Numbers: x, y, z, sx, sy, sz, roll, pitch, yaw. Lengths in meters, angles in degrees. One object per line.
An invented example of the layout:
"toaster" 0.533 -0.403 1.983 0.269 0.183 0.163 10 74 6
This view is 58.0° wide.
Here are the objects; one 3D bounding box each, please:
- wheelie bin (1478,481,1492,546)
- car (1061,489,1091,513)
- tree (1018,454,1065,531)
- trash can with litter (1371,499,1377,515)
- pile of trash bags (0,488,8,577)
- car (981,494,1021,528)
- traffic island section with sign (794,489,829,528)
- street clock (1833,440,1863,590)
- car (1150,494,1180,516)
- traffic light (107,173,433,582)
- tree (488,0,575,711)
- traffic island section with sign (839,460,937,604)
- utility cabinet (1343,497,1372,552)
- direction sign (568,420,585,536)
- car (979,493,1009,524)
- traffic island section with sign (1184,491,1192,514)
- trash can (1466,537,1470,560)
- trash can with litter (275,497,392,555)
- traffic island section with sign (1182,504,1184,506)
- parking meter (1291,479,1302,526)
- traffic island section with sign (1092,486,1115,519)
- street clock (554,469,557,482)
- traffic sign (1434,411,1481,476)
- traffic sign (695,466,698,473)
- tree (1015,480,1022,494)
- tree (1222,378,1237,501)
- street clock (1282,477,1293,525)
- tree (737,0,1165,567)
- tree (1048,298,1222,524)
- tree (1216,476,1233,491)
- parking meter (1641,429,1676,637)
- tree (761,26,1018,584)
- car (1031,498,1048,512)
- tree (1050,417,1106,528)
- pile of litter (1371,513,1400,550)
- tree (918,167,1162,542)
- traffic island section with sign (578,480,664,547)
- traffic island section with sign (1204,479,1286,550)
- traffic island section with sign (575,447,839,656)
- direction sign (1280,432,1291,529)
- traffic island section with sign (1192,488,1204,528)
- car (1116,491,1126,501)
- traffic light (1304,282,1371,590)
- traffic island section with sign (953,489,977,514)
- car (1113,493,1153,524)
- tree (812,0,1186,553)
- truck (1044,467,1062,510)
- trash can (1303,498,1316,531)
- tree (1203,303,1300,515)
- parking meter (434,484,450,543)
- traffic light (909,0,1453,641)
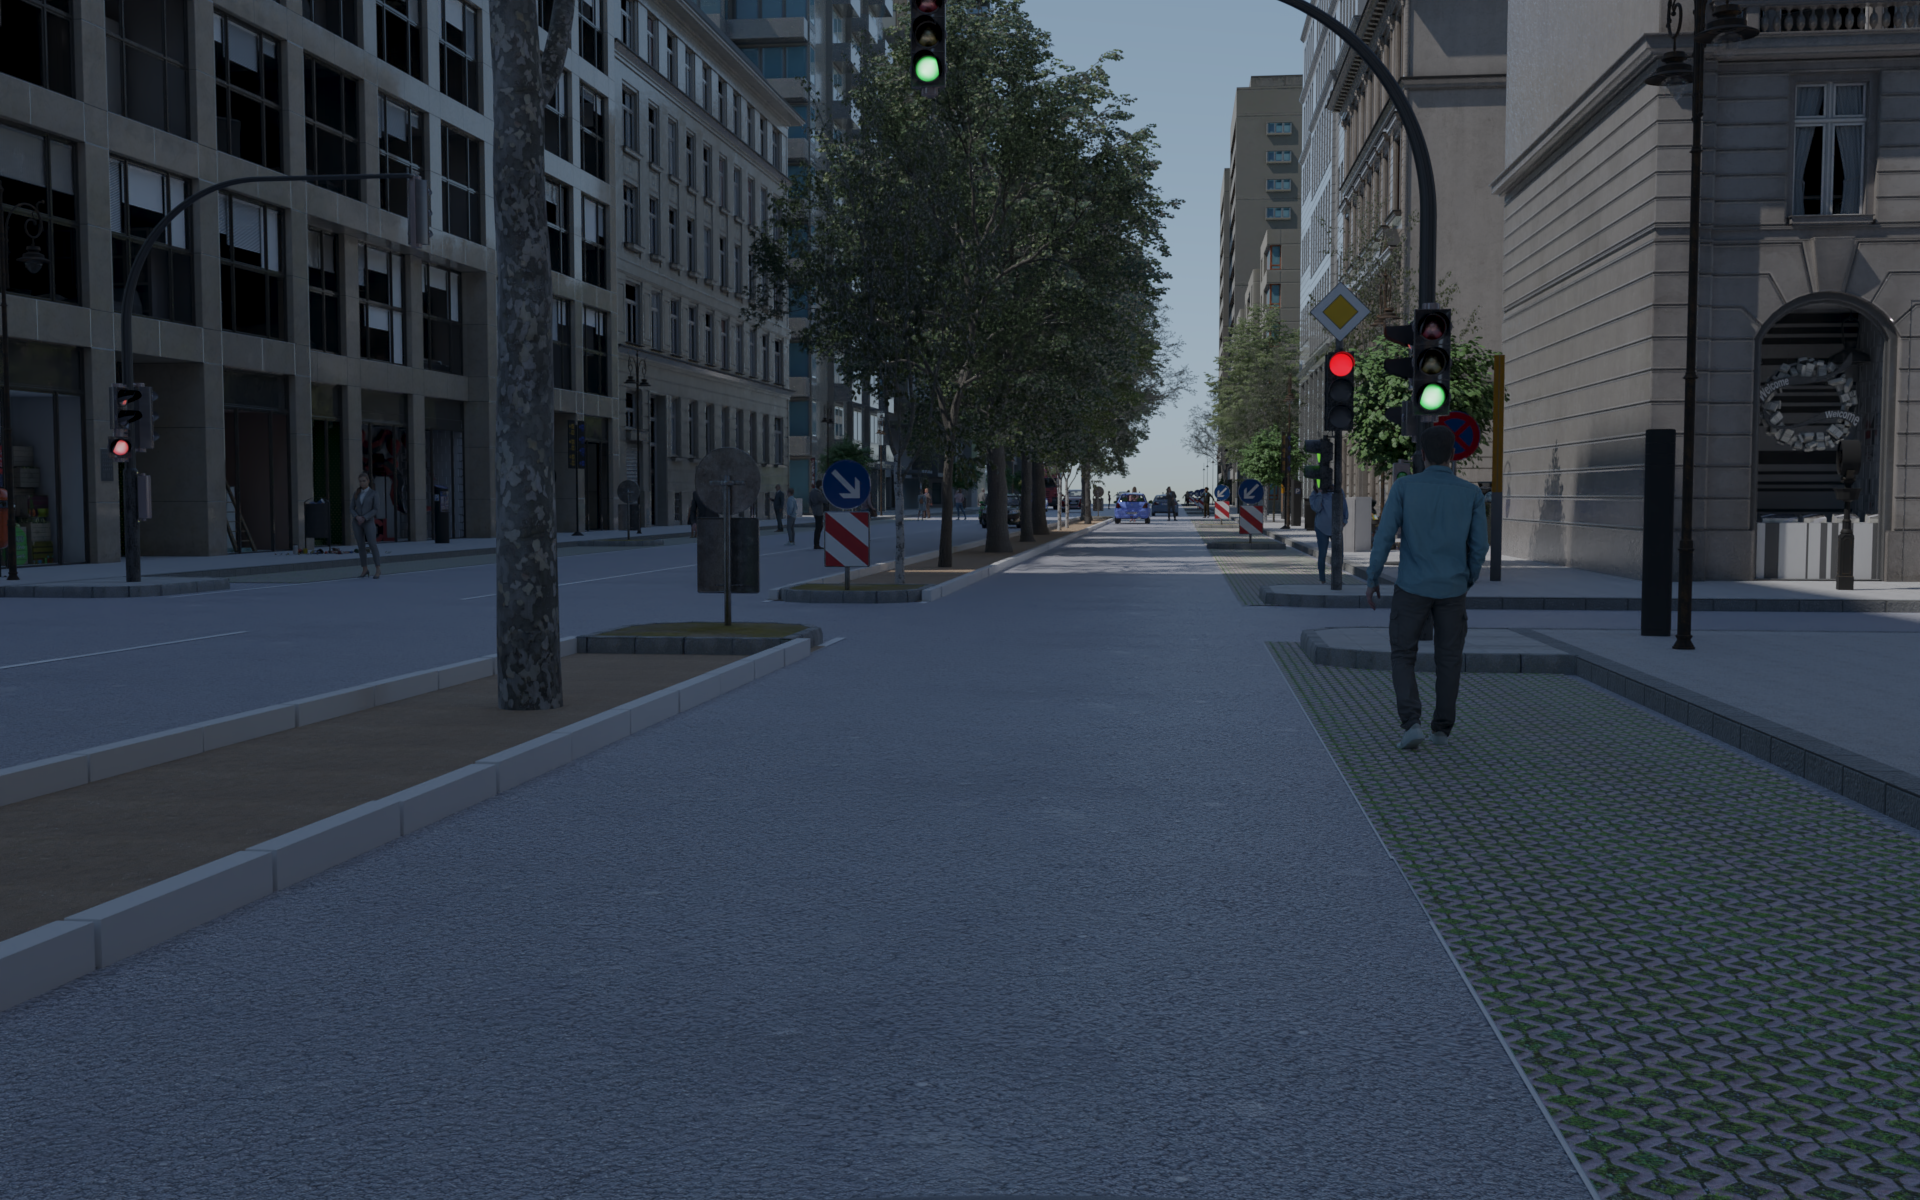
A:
"wheelie bin" 13.095 -2.142 42.925 0.693 1.594 0.980 -2 4 -30
"car" 9.110 -7.746 135.318 2.281 1.827 5.304 1 4 9
"tree" 3.875 -7.020 67.601 4.737 8.622 4.395 0 3 0
"trash can with litter" 10.235 -2.011 44.269 0.624 1.170 1.055 -1 4 -9
"pile of trash bags" -16.131 -1.002 26.137 3.447 1.369 1.912 -1 4 -14
"car" 1.963 -3.920 73.876 2.009 1.686 4.222 1 4 9
"traffic island section with sign" -5.987 -4.040 74.674 1.989 1.847 2.006 0 4 7
"street clock" 11.847 -1.135 23.131 0.358 2.002 0.471 1 4 17
"car" 13.456 -6.227 113.822 2.014 1.417 4.499 0 4 6
"traffic light" -9.974 -3.076 24.954 4.771 5.953 1.251 0 4 7
"tree" -1.776 -9.274 9.983 12.611 20.169 13.585 0 3 0
"traffic island section with sign" -1.424 -0.949 23.650 2.006 1.907 1.989 0 4 7
"utility cabinet" 8.847 -1.678 38.591 0.306 1.237 1.020 2 4 33
"direction sign" -11.781 -3.747 53.262 0.379 3.537 0.876 1 4 21
"car" 1.976 -4.590 83.847 1.959 1.807 4.718 0 4 7
"traffic island section with sign" 17.049 -6.967 122.530 1.989 1.847 2.006 0 4 7
"trash can" 7.219 -0.828 25.199 0.748 1.137 0.748 0 3 0
"trash can with litter" -13.400 -1.595 37.137 2.233 1.210 1.678 0 4 -7
"traffic island section with sign" 20.369 -8.603 149.281 1.989 1.847 2.006 0 4 7
"parking meter" 13.447 -3.883 69.201 0.399 1.863 0.255 -1 4 -12
"traffic island section with sign" 7.809 -5.510 98.222 2.006 1.907 1.989 0 4 7
"street clock" -11.300 -2.631 47.589 0.471 2.002 0.358 3 5 43
"traffic sign" 7.606 -1.626 26.693 0.768 2.556 0.104 1 4 14
"traffic sign" -9.327 -3.717 62.901 0.606 2.300 0.079 1 4 15
"tree" 7.236 -12.474 198.552 1.663 3.219 1.824 0 3 0
"tree" 27.981 -16.632 182.304 12.009 13.543 11.850 0 3 0
"street clock" 13.624 -4.124 72.005 0.358 2.002 0.471 -2 4 -34
"tree" -0.356 -5.883 33.063 8.767 10.594 7.601 0 4 7
"tree" 6.043 -10.330 81.726 12.009 13.543 11.850 0 3 0
"tree" 24.846 -10.401 164.652 1.663 3.219 1.824 0 3 0
"parking meter" 6.347 -0.614 15.745 0.255 1.863 0.399 1 4 21
"tree" -0.970 -4.542 27.083 4.360 8.622 3.978 0 3 0
"car" 6.045 -7.882 138.464 1.945 1.707 3.694 1 4 9
"tree" 4.485 -7.302 72.201 4.360 8.622 3.978 0 3 0
"pile of litter" 9.725 -1.603 40.170 1.176 0.858 1.719 -2 4 -24
"tree" 2.049 -7.976 50.995 7.486 12.596 7.792 0 3 0
"traffic island section with sign" -9.300 -2.403 47.923 1.989 1.847 2.006 0 4 7
"traffic island section with sign" 7.493 -2.251 45.438 1.989 1.847 2.006 0 4 7
"traffic island section with sign" -2.345 -0.499 16.301 2.006 1.907 1.989 0 4 7
"direction sign" 11.935 -4.371 63.465 0.379 3.537 0.876 2 4 32
"traffic island section with sign" 10.866 -3.919 72.710 1.989 1.847 2.006 0 4 7
"car" 22.212 -13.808 234.439 2.281 1.827 5.304 0 4 6
"traffic light" 5.022 -2.089 23.082 0.839 4.253 0.868 0 4 7
"traffic island section with sign" 0.175 -7.076 124.317 1.989 1.847 2.006 0 4 7
"car" 8.462 -4.599 84.785 1.945 1.707 3.694 0 4 7
"tree" 0.942 -8.118 41.846 9.857 13.997 8.962 0 3 0
"truck" 8.044 -10.505 160.663 2.839 4.237 11.283 0 4 5
"trash can" 12.319 -2.981 60.394 0.748 1.137 0.748 0 3 0
"tree" 17.984 -11.356 103.790 7.486 12.596 7.792 0 3 0
"parking meter" -13.496 -2.244 45.100 0.372 1.533 0.369 0 3 0
"traffic light" 1.953 -2.483 15.273 4.771 5.953 1.251 0 4 7
